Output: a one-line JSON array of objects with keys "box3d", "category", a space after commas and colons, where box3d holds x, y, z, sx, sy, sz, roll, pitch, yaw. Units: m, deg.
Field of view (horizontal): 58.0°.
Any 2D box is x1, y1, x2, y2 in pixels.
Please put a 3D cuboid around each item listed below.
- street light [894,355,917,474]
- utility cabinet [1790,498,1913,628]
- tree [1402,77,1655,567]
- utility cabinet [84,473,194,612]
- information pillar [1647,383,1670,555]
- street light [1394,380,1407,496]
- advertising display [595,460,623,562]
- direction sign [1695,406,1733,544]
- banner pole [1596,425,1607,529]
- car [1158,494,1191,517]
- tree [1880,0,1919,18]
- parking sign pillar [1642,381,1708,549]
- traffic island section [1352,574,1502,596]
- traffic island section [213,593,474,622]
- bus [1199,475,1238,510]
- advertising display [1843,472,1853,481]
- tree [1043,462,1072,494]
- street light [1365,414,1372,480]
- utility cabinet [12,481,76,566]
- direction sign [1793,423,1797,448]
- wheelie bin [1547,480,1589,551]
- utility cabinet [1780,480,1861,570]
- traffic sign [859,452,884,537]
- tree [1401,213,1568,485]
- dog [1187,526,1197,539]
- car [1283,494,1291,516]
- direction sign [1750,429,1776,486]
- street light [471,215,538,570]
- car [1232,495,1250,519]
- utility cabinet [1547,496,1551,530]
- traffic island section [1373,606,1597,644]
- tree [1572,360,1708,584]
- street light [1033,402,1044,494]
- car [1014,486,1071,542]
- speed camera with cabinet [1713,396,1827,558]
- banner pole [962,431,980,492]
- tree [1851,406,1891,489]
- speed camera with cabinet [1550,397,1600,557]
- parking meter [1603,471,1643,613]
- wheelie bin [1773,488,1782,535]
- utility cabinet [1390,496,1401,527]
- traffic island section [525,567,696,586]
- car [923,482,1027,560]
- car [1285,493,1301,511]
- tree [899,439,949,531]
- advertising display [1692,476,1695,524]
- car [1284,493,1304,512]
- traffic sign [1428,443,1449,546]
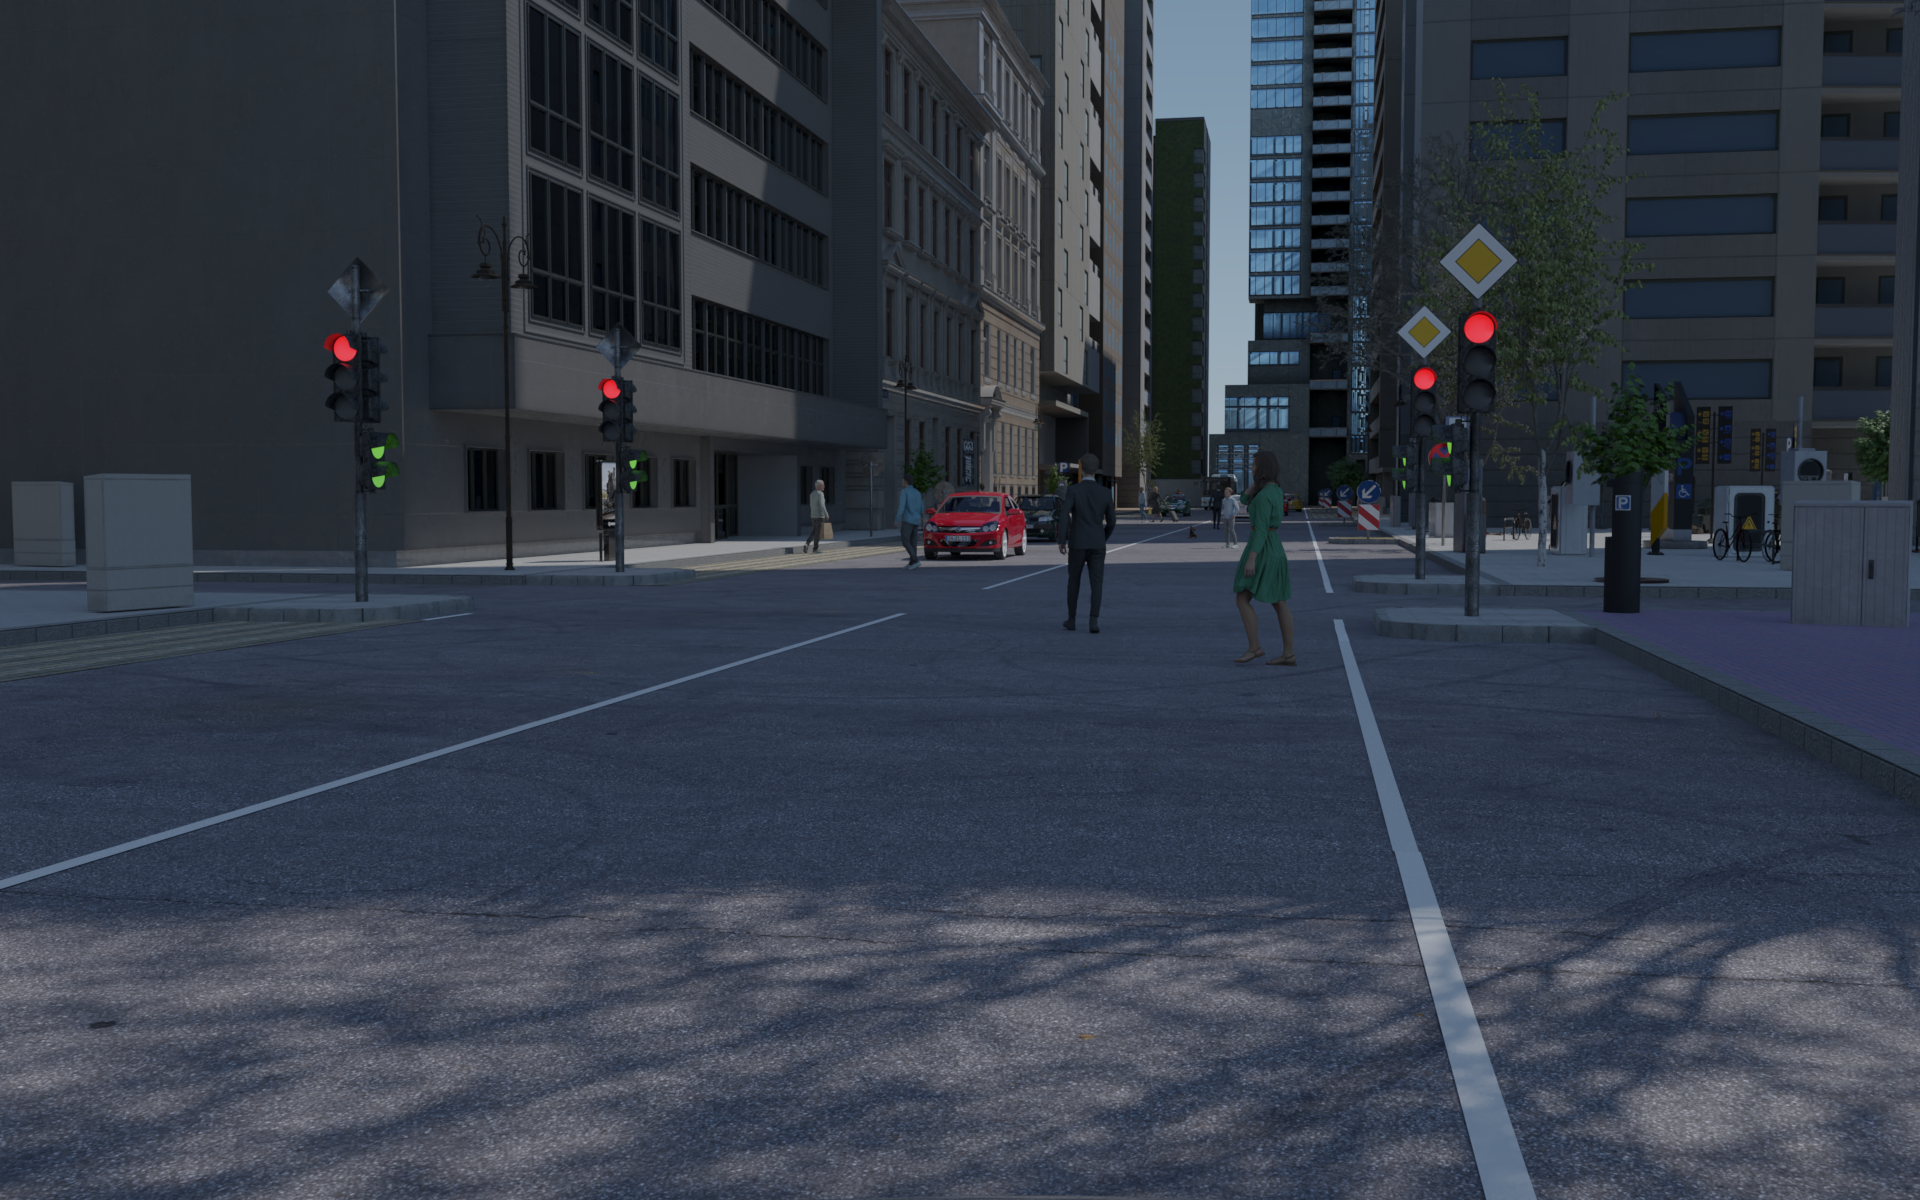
[{"box3d": [-1.812, -5.200, 57.806, 0.468, 5.910, 1.993, 1, 4, 11], "category": "street light"}, {"box3d": [8.734, -0.356, 16.978, 1.020, 1.237, 0.306, 2, 4, 33], "category": "utility cabinet"}, {"box3d": [10.130, -4.888, 30.283, 4.737, 8.622, 4.395, 0, 3, 0], "category": "tree"}, {"box3d": [-9.075, -0.641, 19.157, 0.318, 1.500, 1.173, 1, 4, 23], "category": "utility cabinet"}, {"box3d": [14.642, -2.745, 36.231, 0.183, 3.616, 0.504, -1, 4, -10], "category": "information pillar"}, {"box3d": [17.506, -5.887, 69.042, 0.468, 5.910, 1.993, 1, 4, 11], "category": "street light"}, {"box3d": [-6.710, -1.711, 33.190, 0.123, 1.923, 0.974, 1, 4, 13], "category": "advertising display"}, {"box3d": [19.481, -3.230, 44.804, 0.876, 3.537, 0.379, 2, 4, 35], "category": "direction sign"}, {"box3d": [23.271, -4.470, 63.102, 0.863, 3.779, 0.401, -2, 4, -33], "category": "banner pole"}, {"box3d": [13.838, -6.103, 111.581, 2.131, 1.459, 4.920, 1, 4, 12], "category": "car"}, {"box3d": [6.876, -5.981, 8.166, 12.009, 13.543, 11.850, 0, 3, 0], "category": "tree"}, {"box3d": [16.893, -3.201, 40.810, 1.447, 3.967, 1.447, 0, 4, 8], "category": "parking sign pillar"}, {"box3d": [6.939, -0.230, 26.043, 2.009, 0.180, 2.903, 1, 4, 11], "category": "traffic island section"}, {"box3d": [-7.152, 0.099, 20.668, 2.009, 0.180, 2.903, 1, 4, 11], "category": "traffic island section"}, {"box3d": [23.708, -9.975, 157.958, 2.948, 3.499, 13.247, 1, 4, 12], "category": "bus"}, {"box3d": [25.821, -2.765, 50.419, 0.123, 1.923, 0.974, 1, 4, 20], "category": "advertising display"}, {"box3d": [5.602, -6.579, 102.161, 1.663, 3.219, 1.824, 0, 3, 0], "category": "tree"}, {"box3d": [23.144, -7.672, 98.230, 0.468, 5.910, 1.993, 1, 4, 11], "category": "street light"}, {"box3d": [-16.175, -1.340, 30.592, 1.173, 1.500, 0.318, 1, 4, 23], "category": "utility cabinet"}, {"box3d": [26.821, -3.889, 55.575, 0.379, 3.537, 0.876, 3, 4, 39], "category": "direction sign"}, {"box3d": [13.289, -1.835, 37.908, 0.693, 1.594, 0.980, 2, 4, 34], "category": "wheelie bin"}, {"box3d": [14.252, -1.224, 28.698, 0.318, 1.500, 1.173, -2, 4, -34], "category": "utility cabinet"}, {"box3d": [-2.673, -3.177, 52.048, 0.768, 2.556, 0.104, 1, 4, 13], "category": "traffic sign"}, {"box3d": [13.467, -5.802, 45.226, 4.360, 8.622, 3.978, 0, 3, 0], "category": "tree"}, {"box3d": [7.468, -2.201, 56.173, 0.550, 0.427, 0.748, 3, 4, 37], "category": "dog"}, {"box3d": [20.754, -6.432, 114.210, 2.155, 1.783, 4.494, 1, 4, 10], "category": "car"}, {"box3d": [27.730, -4.151, 59.874, 0.876, 3.537, 0.379, 0, 4, -1], "category": "direction sign"}, {"box3d": [-7.588, -3.438, 29.005, 0.468, 5.910, 1.993, 1, 4, 11], "category": "street light"}, {"box3d": [14.719, -4.762, 90.228, 2.083, 1.381, 4.827, 1, 4, 11], "category": "car"}, {"box3d": [21.138, -3.060, 61.191, 1.020, 1.237, 0.306, 1, 4, 20], "category": "utility cabinet"}, {"box3d": [5.400, 0.249, 18.207, 2.009, 0.180, 2.903, 1, 4, 11], "category": "traffic island section"}, {"box3d": [9.703, -1.876, 25.268, 1.663, 3.219, 1.824, 0, 3, 0], "category": "tree"}, {"box3d": [3.943, -6.986, 87.016, 0.468, 5.910, 1.993, 1, 4, 11], "category": "street light"}, {"box3d": [2.322, -2.633, 52.835, 2.009, 1.686, 4.222, 1, 4, 12], "category": "car"}, {"box3d": [16.367, -2.485, 34.970, 2.038, 3.252, 0.660, 0, 4, -3], "category": "speed camera with cabinet"}, {"box3d": [0.489, -4.818, 68.796, 0.863, 3.779, 0.401, 0, 4, -3], "category": "banner pole"}, {"box3d": [32.639, -4.680, 60.230, 4.285, 4.588, 4.351, 0, 3, 0], "category": "tree"}, {"box3d": [12.780, -2.547, 35.987, 0.660, 3.252, 2.038, 0, 4, 7], "category": "speed camera with cabinet"}, {"box3d": [7.183, -0.633, 18.759, 0.372, 1.533, 0.369, 0, 3, 0], "category": "parking meter"}, {"box3d": [25.956, -2.849, 54.492, 0.693, 1.594, 0.980, 0, 4, -1], "category": "wheelie bin"}, {"box3d": [16.952, -3.440, 67.407, 0.306, 1.237, 1.020, 0, 4, 7], "category": "utility cabinet"}, {"box3d": [-5.613, -0.381, 28.504, 2.009, 0.180, 2.903, 1, 4, 11], "category": "traffic island section"}, {"box3d": [0.372, -1.842, 39.165, 2.155, 1.783, 4.494, 1, 4, 11], "category": "car"}, {"box3d": [27.329, -8.269, 144.244, 2.155, 1.783, 4.494, 1, 4, 10], "category": "car"}, {"box3d": [-1.196, -4.039, 60.632, 1.663, 3.219, 1.824, 0, 3, 0], "category": "tree"}, {"box3d": [26.332, -3.519, 62.747, 0.123, 1.923, 0.974, 0, 4, -3], "category": "advertising display"}, {"box3d": [26.478, -7.842, 138.433, 2.015, 1.641, 3.980, 1, 4, 10], "category": "car"}, {"box3d": [11.957, -2.611, 42.801, 0.768, 2.556, 0.104, 1, 4, 15], "category": "traffic sign"}]
